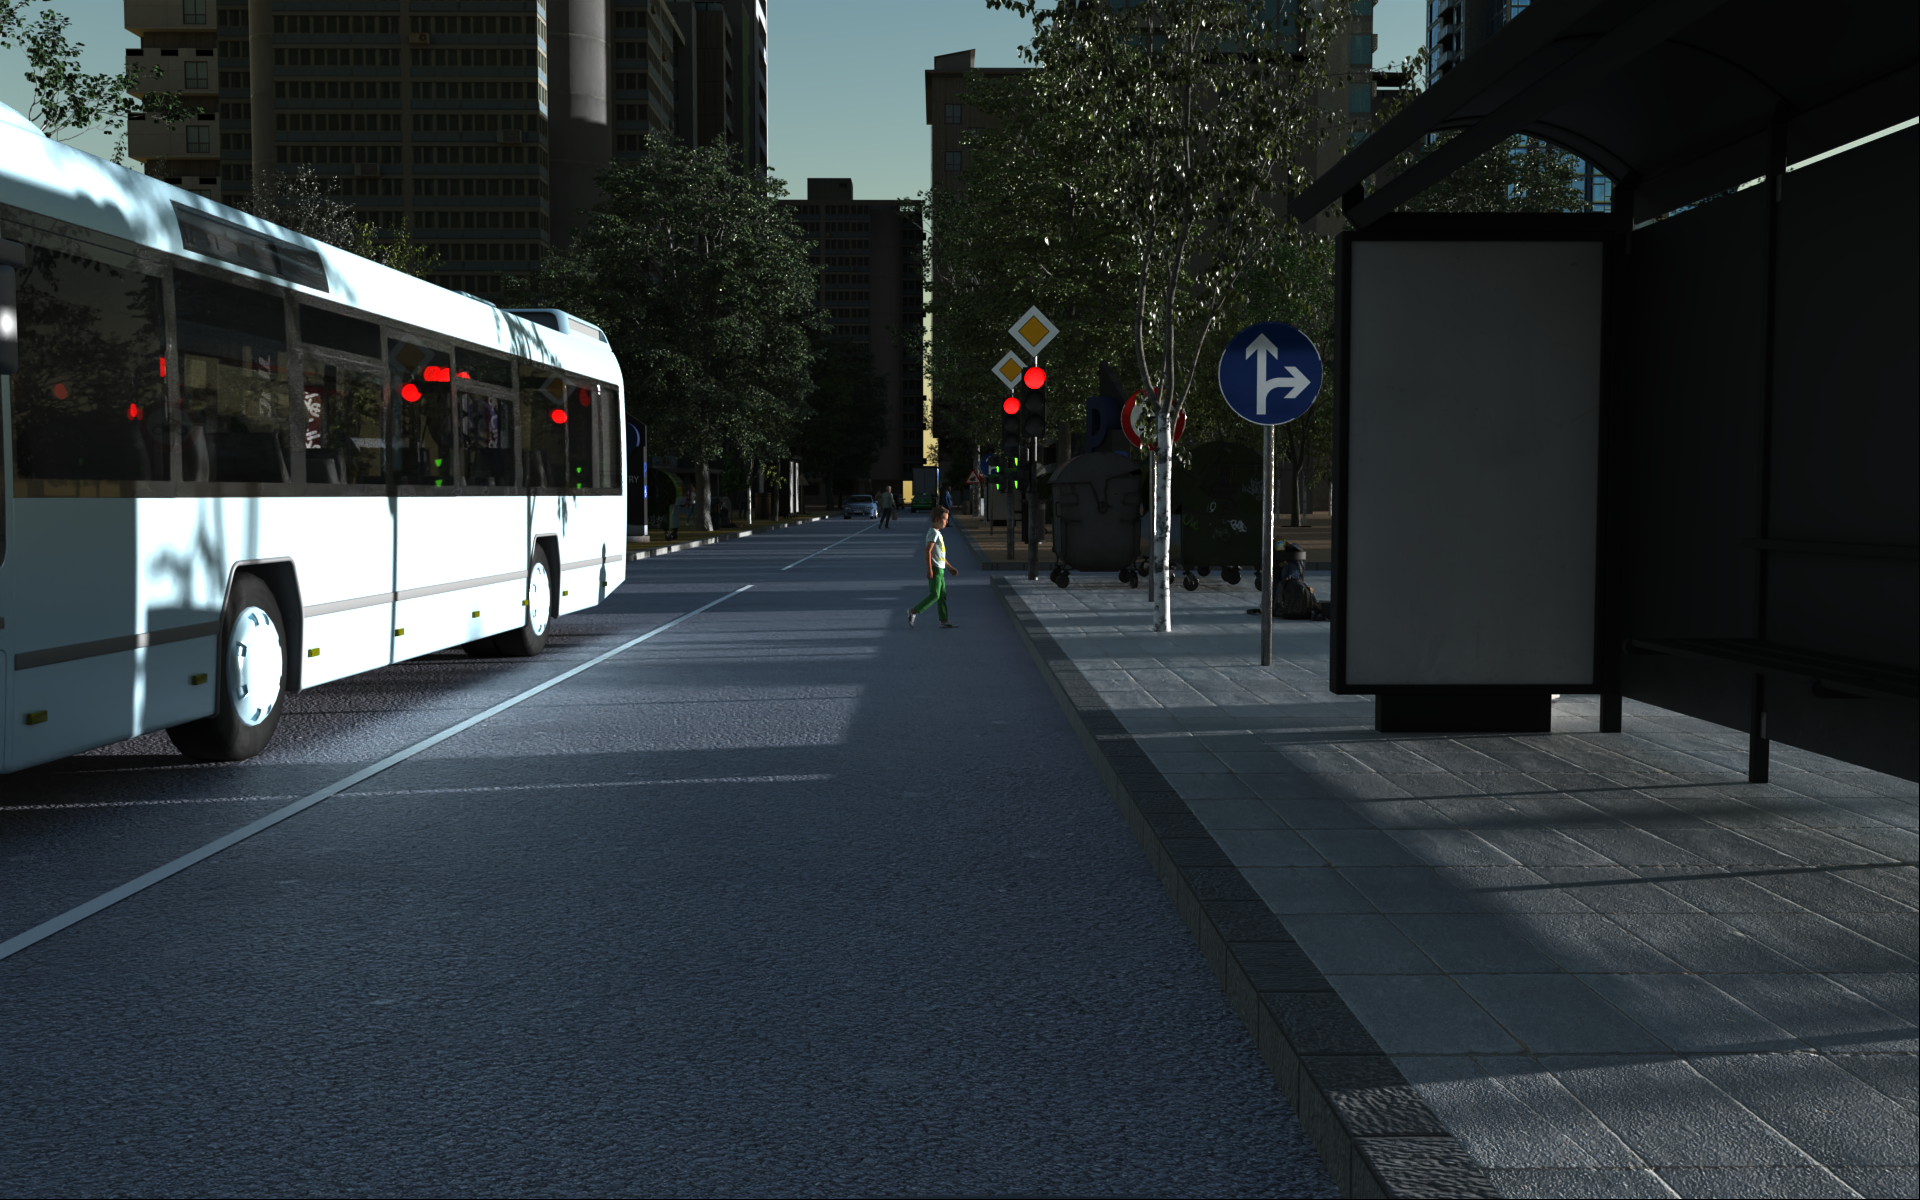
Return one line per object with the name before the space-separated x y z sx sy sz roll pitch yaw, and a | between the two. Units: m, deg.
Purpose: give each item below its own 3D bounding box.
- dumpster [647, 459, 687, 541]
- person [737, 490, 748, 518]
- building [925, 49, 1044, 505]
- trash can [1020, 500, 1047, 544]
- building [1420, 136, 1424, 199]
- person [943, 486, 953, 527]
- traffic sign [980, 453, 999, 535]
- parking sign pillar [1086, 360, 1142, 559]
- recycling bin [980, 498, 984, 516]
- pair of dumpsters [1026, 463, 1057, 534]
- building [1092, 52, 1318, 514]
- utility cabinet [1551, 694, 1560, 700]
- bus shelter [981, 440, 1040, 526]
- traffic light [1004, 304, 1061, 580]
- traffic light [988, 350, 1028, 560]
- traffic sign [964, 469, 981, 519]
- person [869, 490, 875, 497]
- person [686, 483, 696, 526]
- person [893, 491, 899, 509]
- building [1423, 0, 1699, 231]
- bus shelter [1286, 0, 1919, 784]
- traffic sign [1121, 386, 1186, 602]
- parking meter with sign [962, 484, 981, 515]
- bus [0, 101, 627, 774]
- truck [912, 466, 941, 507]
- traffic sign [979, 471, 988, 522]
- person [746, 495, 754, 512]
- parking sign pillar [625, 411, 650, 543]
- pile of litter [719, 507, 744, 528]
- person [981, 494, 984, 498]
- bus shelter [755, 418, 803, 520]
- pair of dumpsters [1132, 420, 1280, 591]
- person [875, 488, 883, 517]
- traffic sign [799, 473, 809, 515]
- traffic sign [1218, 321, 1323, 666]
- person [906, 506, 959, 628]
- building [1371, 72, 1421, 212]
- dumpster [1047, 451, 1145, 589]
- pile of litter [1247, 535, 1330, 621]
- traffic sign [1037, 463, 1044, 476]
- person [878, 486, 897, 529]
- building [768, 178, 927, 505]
dumpster | -8.418 -2.764 47.687 1.502 2.255 1.985 0 4 -1
person | -11.484 -5.228 91.700 0.661 1.801 0.590 -1 4 -11
building | 9.542 -38.244 214.523 27.495 52.752 28.713 0 4 -1
trash can | 1.893 -2.017 44.638 0.748 1.137 0.748 0 3 0
building | 52.660 -36.239 212.119 30.456 49.044 23.786 0 4 -1
person | -0.524 -4.076 75.331 0.419 1.800 0.721 0 4 7
traffic sign | 0.994 -3.297 54.013 0.768 2.556 0.104 0 4 3
parking sign pillar | 2.942 -2.806 34.345 1.447 3.967 1.447 -1 4 -17
recycling bin | 1.282 -5.378 100.489 0.722 1.027 0.722 -2 4 -31
pair of dumpsters | 3.047 -3.313 56.665 1.574 2.255 4.437 0 4 -1
building | 15.790 -21.134 117.239 14.160 30.474 14.107 0 4 -1
utility cabinet | 3.251 -0.100 10.313 0.318 1.500 1.173 3 4 36
bus shelter | 1.876 -4.417 66.145 2.014 3.302 5.546 0 4 -1
traffic light | 1.075 -2.257 25.817 0.839 4.253 0.868 0 4 -1
traffic light | 0.973 -2.745 33.801 0.839 4.253 0.868 0 4 -1
traffic sign | 0.669 -5.384 88.026 0.884 2.594 0.081 0 4 3
person | -7.205 -7.969 139.311 1.217 1.766 0.721 2 4 34
person | -10.765 -3.845 69.741 0.563 1.720 0.643 -1 4 -20
person | -6.064 -9.314 161.587 0.742 1.727 0.445 -3 4 -38
building | 59.480 -52.155 165.397 31.000 86.520 22.319 0 4 -1
bus shelter | 2.827 -0.786 6.779 2.014 3.302 5.546 0 4 -1
traffic sign | 2.290 -1.252 20.574 0.768 2.556 0.104 0 4 4
parking meter with sign | 0.922 -6.841 108.105 1.738 3.016 0.543 -3 5 -41
bus | -4.979 -1.055 12.109 2.948 3.499 13.247 0 4 1
truck | -3.461 -11.558 177.891 2.839 4.237 11.283 0 4 1
traffic sign | 1.241 -4.803 78.632 0.768 2.556 0.104 0 4 5
person | -15.076 -7.143 122.468 1.348 1.869 0.705 3 5 41
parking sign pillar | -8.954 -3.503 45.754 1.447 3.967 1.447 0 4 1
pile of litter | -8.844 -3.191 66.131 1.176 0.858 1.719 -1 4 -12
person | 2.058 -7.988 136.734 0.705 1.812 1.348 2 4 33
bus shelter | -9.713 -6.944 91.163 2.179 5.291 8.768 0 4 -1
pair of dumpsters | 3.423 -1.364 24.789 1.574 2.255 4.437 0 4 -1
person | -5.064 -6.137 109.182 0.599 1.781 0.374 -1 4 -12
traffic sign | -9.663 -6.466 105.729 0.884 2.594 0.081 0 4 5
traffic sign | 2.293 -0.782 12.888 0.768 2.556 0.104 0 4 3
person | -0.297 -0.350 18.478 0.590 1.304 0.306 -1 4 -13
building | 36.458 -29.798 170.796 14.086 41.232 14.154 0 4 -1
dumpster | 1.900 -1.126 24.175 1.264 1.857 1.865 0 4 -1
pile of litter | 3.638 -0.261 18.231 1.176 0.858 1.719 0 4 3
traffic sign | 3.106 -4.281 70.100 0.768 2.556 0.104 0 4 1
person | -2.948 -3.820 71.442 0.782 1.767 0.515 2 4 35
building | -16.214 -32.036 215.665 23.993 40.220 32.217 0 4 -1
